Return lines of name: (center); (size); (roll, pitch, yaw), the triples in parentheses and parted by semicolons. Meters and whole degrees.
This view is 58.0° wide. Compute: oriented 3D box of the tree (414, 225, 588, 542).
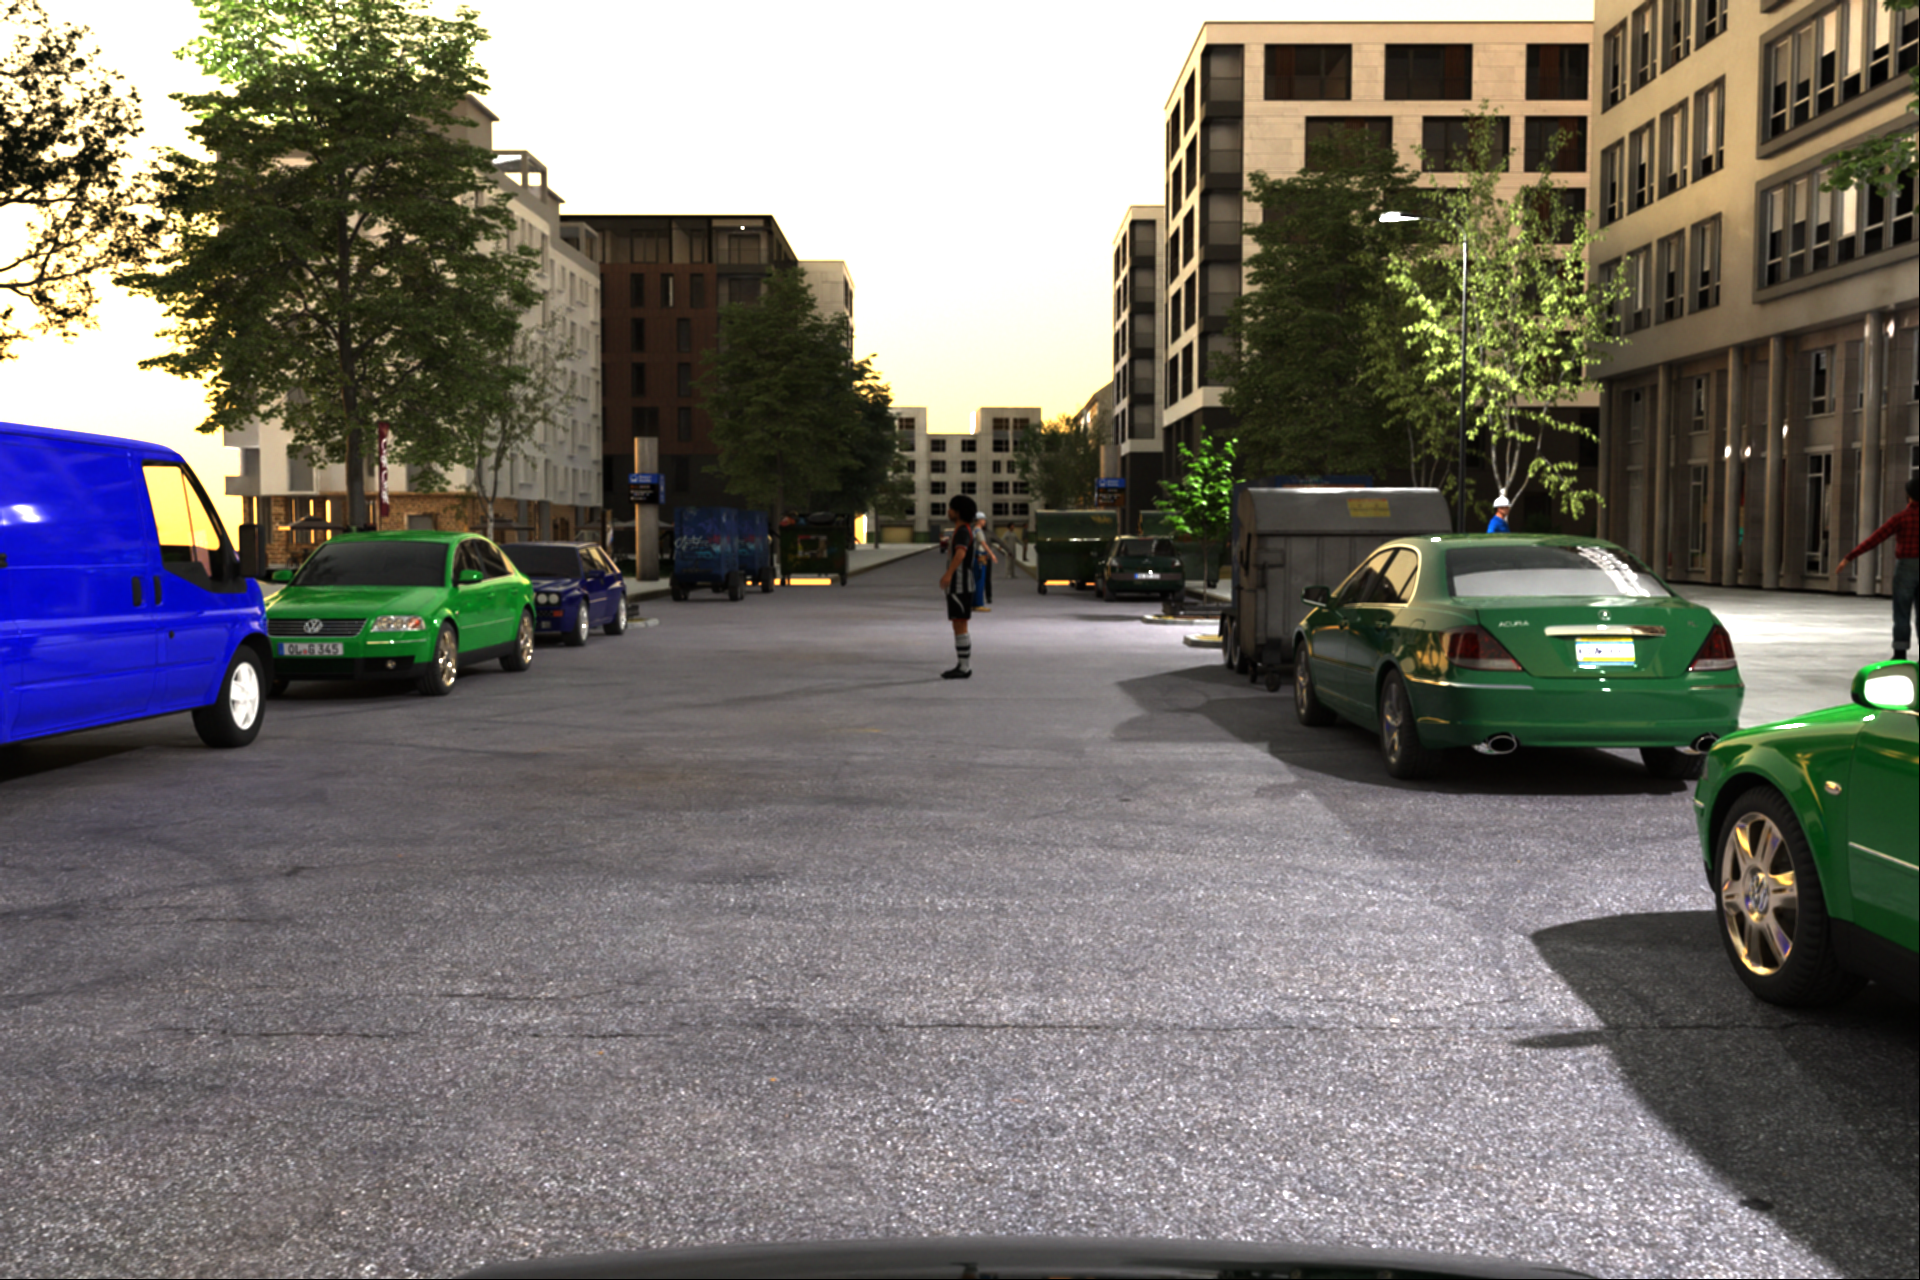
tree: (-11.507, -5.585, 41.680); (4.360, 8.622, 3.978); (0, 3, 0)

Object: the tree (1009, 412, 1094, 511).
tree: (7.958, -13.503, 146.523); (9.928, 11.665, 9.643); (0, 3, 0)

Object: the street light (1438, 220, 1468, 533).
street light: (7.832, -3.214, 25.092); (1.470, 5.913, 1.316); (0, 4, 0)

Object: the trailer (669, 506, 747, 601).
trailer: (-5.407, -1.799, 36.458); (1.471, 1.999, 3.904); (0, 4, 1)

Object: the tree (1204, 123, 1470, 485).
tree: (10.709, -7.958, 48.233); (7.486, 12.596, 7.792); (0, 3, 0)

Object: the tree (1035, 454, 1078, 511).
tree: (7.976, -12.508, 154.865); (4.360, 8.622, 3.978); (0, 3, 0)

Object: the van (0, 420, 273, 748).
van: (-5.748, -0.338, 9.908); (2.240, 2.365, 5.245); (0, 4, 1)

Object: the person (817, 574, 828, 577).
person: (-4.157, -2.633, 52.321); (0.991, 1.433, 0.599); (-1, 4, -16)

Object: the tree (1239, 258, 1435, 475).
tree: (14.053, -8.501, 64.741); (9.928, 11.665, 9.643); (0, 3, 0)

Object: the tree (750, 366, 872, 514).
tree: (-8.394, -9.728, 93.471); (7.601, 10.594, 8.767); (-1, 4, -20)

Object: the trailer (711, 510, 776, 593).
trailer: (-5.325, -2.121, 41.733); (1.471, 1.999, 3.904); (0, 4, 1)

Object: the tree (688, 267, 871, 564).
tree: (-7.600, -9.498, 73.418); (7.486, 12.596, 7.792); (0, 3, 0)

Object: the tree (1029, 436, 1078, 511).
tree: (7.362, -10.836, 127.529); (4.360, 8.622, 3.978); (0, 3, 0)

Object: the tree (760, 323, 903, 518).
tree: (-7.799, -12.082, 104.203); (9.857, 13.997, 8.962); (0, 3, 0)

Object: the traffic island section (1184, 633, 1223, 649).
traffic island section: (3.942, 0.022, 22.509); (1.991, 0.108, 1.994); (0, 4, 1)

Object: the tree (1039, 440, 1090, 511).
tree: (8.118, -11.228, 133.933); (4.360, 8.622, 3.978); (0, 3, 0)

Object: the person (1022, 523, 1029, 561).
person: (3.140, -4.678, 82.755); (0.705, 1.796, 1.348); (0, 4, 6)

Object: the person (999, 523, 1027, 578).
person: (1.690, -2.939, 56.696); (0.705, 1.806, 1.347); (3, 5, 43)

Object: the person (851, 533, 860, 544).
person: (-4.370, -3.593, 64.520); (1.354, 1.856, 0.705); (-2, 4, -26)

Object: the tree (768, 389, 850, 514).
tree: (-7.656, -8.174, 84.006); (4.360, 8.622, 3.978); (0, 3, 0)

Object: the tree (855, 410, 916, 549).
tree: (-7.757, -14.278, 151.570); (7.486, 12.596, 7.792); (0, 3, 0)

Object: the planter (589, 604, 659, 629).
planter: (-5.794, -0.365, 27.105); (1.991, 0.319, 1.994); (0, 4, 1)

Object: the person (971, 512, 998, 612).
person: (0.375, -1.453, 32.069); (0.705, 1.847, 1.347); (-1, 4, -18)

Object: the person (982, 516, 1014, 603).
person: (0.470, -1.672, 35.930); (1.348, 1.813, 0.705); (1, 4, 14)

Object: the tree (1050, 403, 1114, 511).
tree: (7.297, -8.958, 96.824); (4.360, 8.622, 3.978); (0, 3, 0)

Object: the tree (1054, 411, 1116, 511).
tree: (7.618, -9.408, 104.179); (4.737, 8.622, 4.395); (0, 3, 0)

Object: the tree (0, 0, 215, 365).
tree: (-11.853, -5.140, 18.447); (8.767, 10.594, 7.601); (2, 4, 27)

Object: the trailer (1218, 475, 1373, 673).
trailer: (3.541, -0.719, 18.806); (1.471, 1.999, 3.904); (0, 4, 0)

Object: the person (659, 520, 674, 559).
person: (-10.666, -3.579, 64.705); (1.347, 1.806, 0.705); (-1, 4, -20)

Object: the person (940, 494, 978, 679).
person: (-0.023, -0.532, 17.299); (0.704, 1.843, 1.345); (0, 4, 5)

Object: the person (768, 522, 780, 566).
person: (-7.243, -3.584, 65.314); (1.216, 1.740, 0.721); (-1, 4, -19)

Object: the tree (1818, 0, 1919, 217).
tree: (9.350, -5.686, 11.100); (7.486, 12.596, 7.792); (0, 3, 0)

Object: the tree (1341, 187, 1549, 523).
tree: (10.062, -5.303, 37.075); (4.737, 8.622, 4.395); (0, 3, 0)

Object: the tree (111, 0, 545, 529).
tree: (-11.782, -7.000, 32.577); (7.486, 12.596, 7.792); (0, 3, 0)

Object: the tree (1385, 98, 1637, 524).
tree: (9.319, -4.836, 29.430); (4.737, 8.622, 4.395); (0, 3, 0)

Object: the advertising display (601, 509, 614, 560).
advertising display: (-9.273, -2.470, 45.600); (0.123, 1.923, 0.974); (0, 4, 1)
